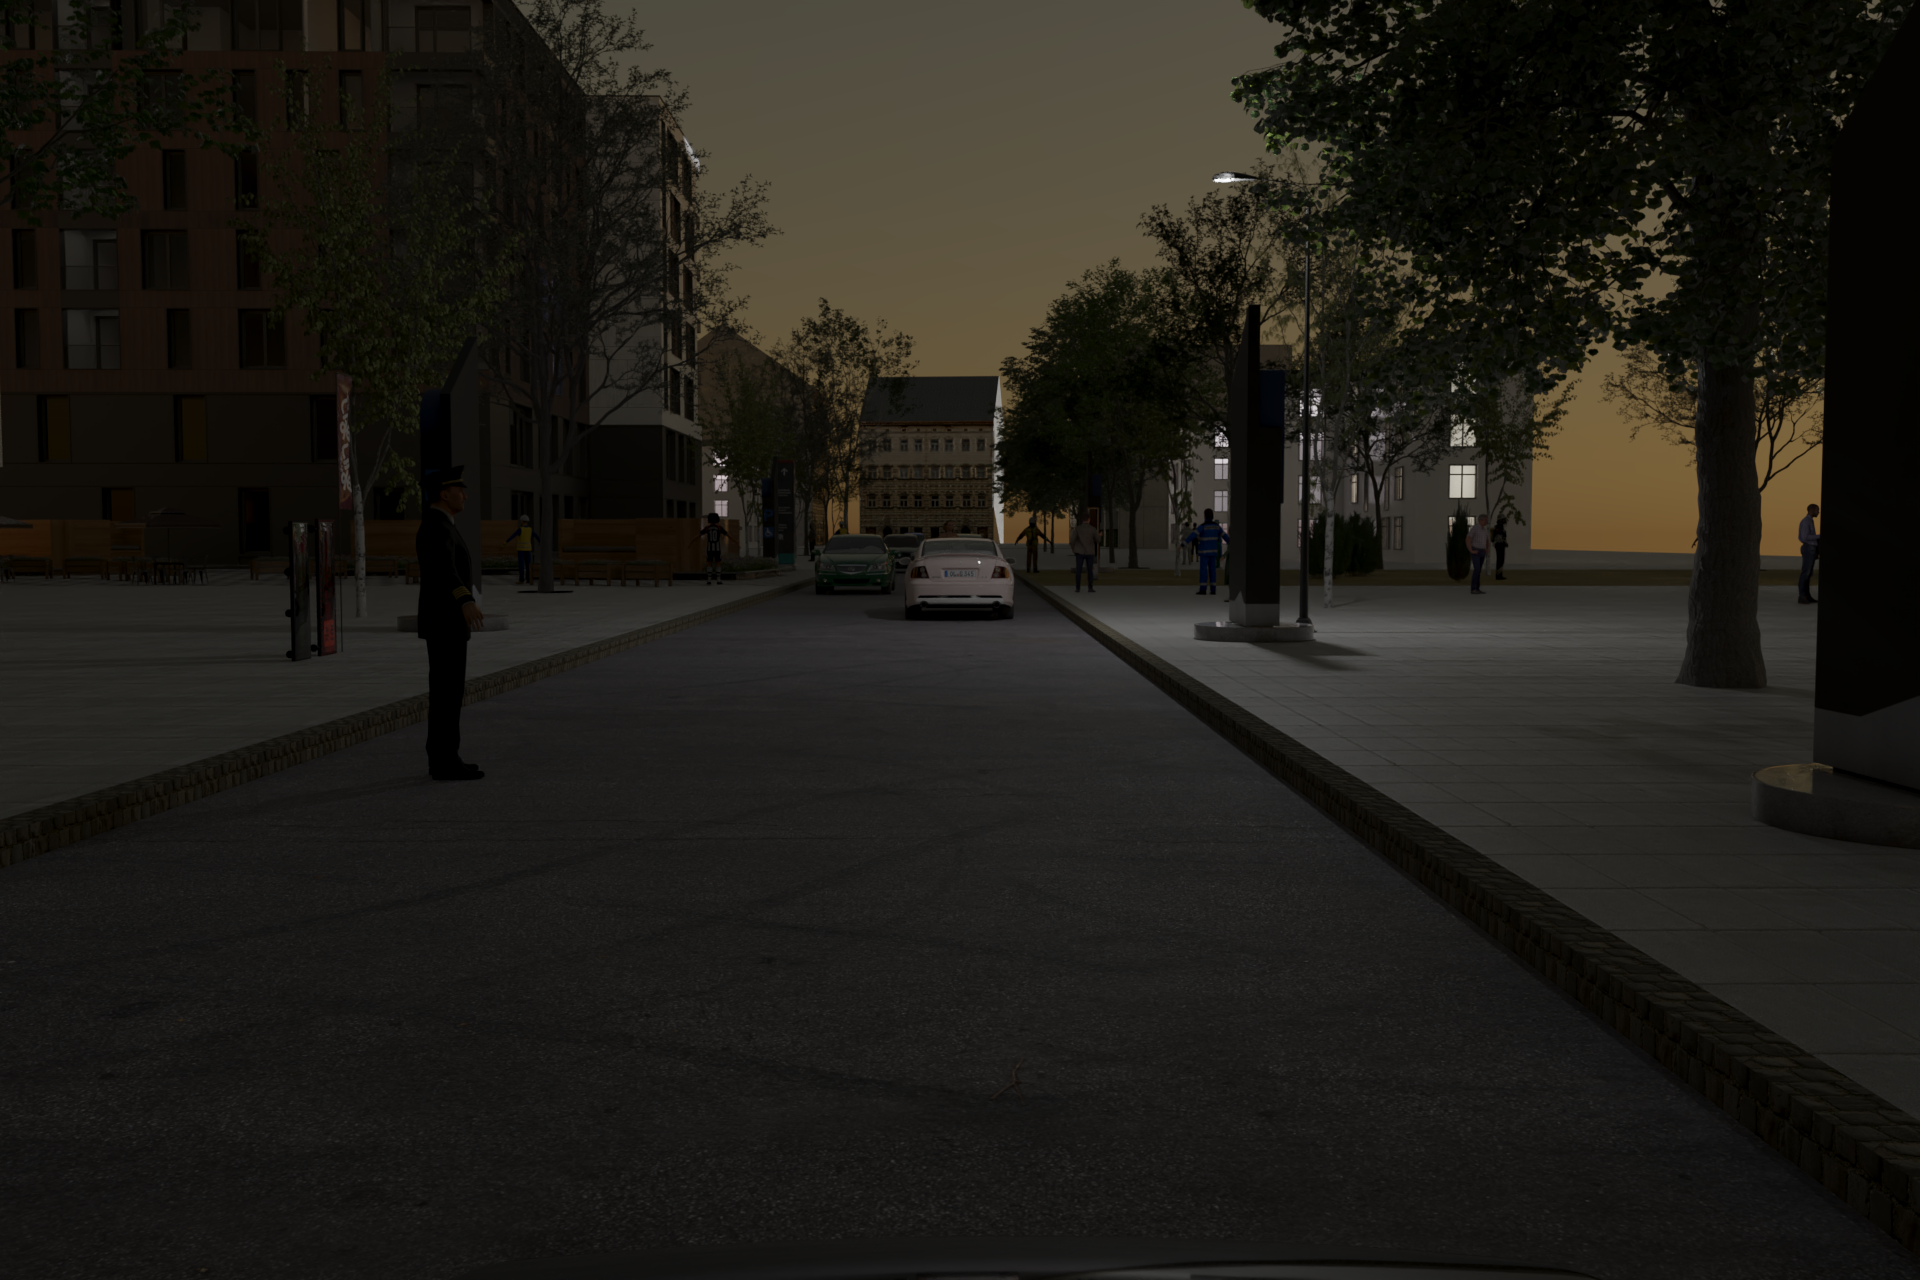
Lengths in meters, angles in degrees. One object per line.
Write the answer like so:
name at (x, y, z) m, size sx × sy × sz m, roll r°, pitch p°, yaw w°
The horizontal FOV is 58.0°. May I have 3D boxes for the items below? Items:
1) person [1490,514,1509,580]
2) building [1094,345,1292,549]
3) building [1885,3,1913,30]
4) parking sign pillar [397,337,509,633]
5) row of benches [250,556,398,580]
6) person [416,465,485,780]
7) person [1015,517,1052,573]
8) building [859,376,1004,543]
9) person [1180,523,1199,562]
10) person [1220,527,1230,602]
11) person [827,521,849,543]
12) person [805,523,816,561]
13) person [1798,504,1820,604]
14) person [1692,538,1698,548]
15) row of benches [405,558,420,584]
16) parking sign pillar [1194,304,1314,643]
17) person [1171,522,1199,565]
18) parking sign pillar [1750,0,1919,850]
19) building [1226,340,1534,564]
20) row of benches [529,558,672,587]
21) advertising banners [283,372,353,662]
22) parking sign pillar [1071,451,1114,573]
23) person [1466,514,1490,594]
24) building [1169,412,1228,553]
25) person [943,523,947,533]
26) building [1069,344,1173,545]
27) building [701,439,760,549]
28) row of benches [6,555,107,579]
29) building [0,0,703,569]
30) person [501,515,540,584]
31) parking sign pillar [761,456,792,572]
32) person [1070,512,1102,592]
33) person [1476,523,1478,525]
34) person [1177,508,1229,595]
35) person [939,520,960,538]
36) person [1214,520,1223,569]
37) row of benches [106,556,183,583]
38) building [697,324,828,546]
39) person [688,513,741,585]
person at (15.190, -2.617, 48.572) m, size 0.705 × 1.856 × 1.354 m, roll 2°, pitch 4°, yaw 23°
building at (22.577, -18.574, 170.147) m, size 16.747 × 18.905 × 31.486 m, roll 0°, pitch 3°, yaw 0°
building at (23.082, -10.729, 31.835) m, size 16.016 × 20.090 × 11.380 m, roll 0°, pitch 4°, yaw 0°
parking sign pillar at (-6.785, -2.117, 23.091) m, size 1.447 × 3.967 × 1.447 m, roll 0°, pitch 3°, yaw 0°
row of benches at (-18.168, -2.071, 49.316) m, size 4.104 × 0.672 × 1.422 m, roll -2°, pitch 4°, yaw -35°
person at (-3.000, -0.111, 10.205) m, size 0.705 × 1.837 × 1.347 m, roll -1°, pitch 4°, yaw -22°
person at (2.408, -3.160, 57.428) m, size 1.354 × 1.858 × 0.705 m, roll 2°, pitch 4°, yaw 26°
building at (-3.614, -24.855, 239.772) m, size 18.063 × 23.208 × 19.493 m, roll 0°, pitch 4°, yaw 5°
person at (10.765, -4.482, 79.424) m, size 1.346 × 1.812 × 0.704 m, roll 0°, pitch 4°, yaw 4°
person at (5.084, -1.436, 32.698) m, size 0.599 × 1.438 × 0.989 m, roll 2°, pitch 4°, yaw 24°
person at (-5.183, -4.255, 75.541) m, size 1.349 × 1.833 × 0.705 m, roll -3°, pitch 5°, yaw -42°
person at (-6.960, -4.588, 81.134) m, size 0.705 × 1.813 × 1.348 m, roll -1°, pitch 4°, yaw -22°
person at (15.734, -1.585, 31.827) m, size 0.599 × 1.838 × 0.709 m, roll 2°, pitch 4°, yaw 33°
person at (19.801, -2.416, 45.351) m, size 0.705 × 1.847 × 1.347 m, roll -3°, pitch 5°, yaw -44°
row of benches at (-14.096, -1.875, 46.116) m, size 1.422 × 0.672 × 4.104 m, roll 0°, pitch 4°, yaw -7°
parking sign pillar at (3.588, -1.993, 21.052) m, size 1.447 × 3.967 × 1.447 m, roll 0°, pitch 4°, yaw 0°
person at (9.496, -4.055, 72.484) m, size 1.347 × 1.806 × 0.705 m, roll 0°, pitch 4°, yaw -3°
parking sign pillar at (4.280, -1.165, 7.523) m, size 1.447 × 3.967 × 1.447 m, roll 0°, pitch 4°, yaw 0°
building at (20.307, -8.963, 88.691) m, size 9.099 × 9.664 × 28.070 m, roll 0°, pitch 4°, yaw 0°
row of benches at (-8.858, -1.680, 42.935) m, size 4.104 × 0.672 × 1.422 m, roll 2°, pitch 4°, yaw 27°
advertising banners at (-6.714, -1.350, 18.254) m, size 0.090 × 3.025 × 2.074 m, roll 0°, pitch 4°, yaw -1°
parking sign pillar at (4.379, -4.200, 57.147) m, size 1.447 × 3.967 × 1.447 m, roll 0°, pitch 4°, yaw 0°
person at (11.189, -1.849, 37.208) m, size 0.756 × 1.711 × 0.436 m, roll -2°, pitch 4°, yaw -29°
building at (20.501, -10.844, 119.451) m, size 9.099 × 9.664 × 28.070 m, roll 0°, pitch 3°, yaw 0°
person at (-0.474, -2.964, 57.137) m, size 0.704 × 1.802 × 1.346 m, roll 1°, pitch 4°, yaw 9°
building at (22.498, -22.538, 199.422) m, size 19.493 × 23.208 × 18.063 m, roll 0°, pitch 4°, yaw 0°
building at (-23.709, -13.768, 167.262) m, size 9.099 × 9.664 × 28.070 m, roll 0°, pitch 4°, yaw -1°
row of benches at (-26.461, -2.079, 49.447) m, size 4.104 × 0.672 × 1.422 m, roll -1°, pitch 4°, yaw -16°
building at (-27.852, -14.353, 78.650) m, size 27.936 × 21.610 × 32.646 m, roll 0°, pitch 4°, yaw -1°
person at (-11.318, -2.346, 44.826) m, size 0.721 × 1.772 × 1.216 m, roll 3°, pitch 5°, yaw 42°
parking sign pillar at (-6.491, -4.332, 59.293) m, size 1.447 × 3.967 × 1.447 m, roll 0°, pitch 4°, yaw 0°
person at (2.798, -1.936, 38.234) m, size 0.617 × 1.759 × 0.750 m, roll 1°, pitch 4°, yaw 17°
person at (22.032, -4.110, 73.923) m, size 1.216 × 1.740 × 0.721 m, roll -3°, pitch 5°, yaw -43°
person at (5.223, -1.872, 36.578) m, size 1.345 × 1.831 × 0.704 m, roll -1°, pitch 4°, yaw -21°
person at (-0.184, -1.657, 36.349) m, size 1.217 × 1.733 × 0.721 m, roll -1°, pitch 4°, yaw -19°
person at (9.447, -3.518, 63.647) m, size 0.704 × 1.817 × 1.347 m, roll -3°, pitch 4°, yaw -37°
row of benches at (-22.202, -1.931, 47.029) m, size 1.422 × 0.672 × 4.104 m, roll -3°, pitch 5°, yaw -44°
building at (-24.662, -21.964, 190.032) m, size 19.493 × 23.208 × 18.063 m, roll 0°, pitch 4°, yaw 1°
person at (-6.253, -2.317, 44.027) m, size 1.345 × 1.843 × 0.704 m, roll 0°, pitch 4°, yaw -3°
